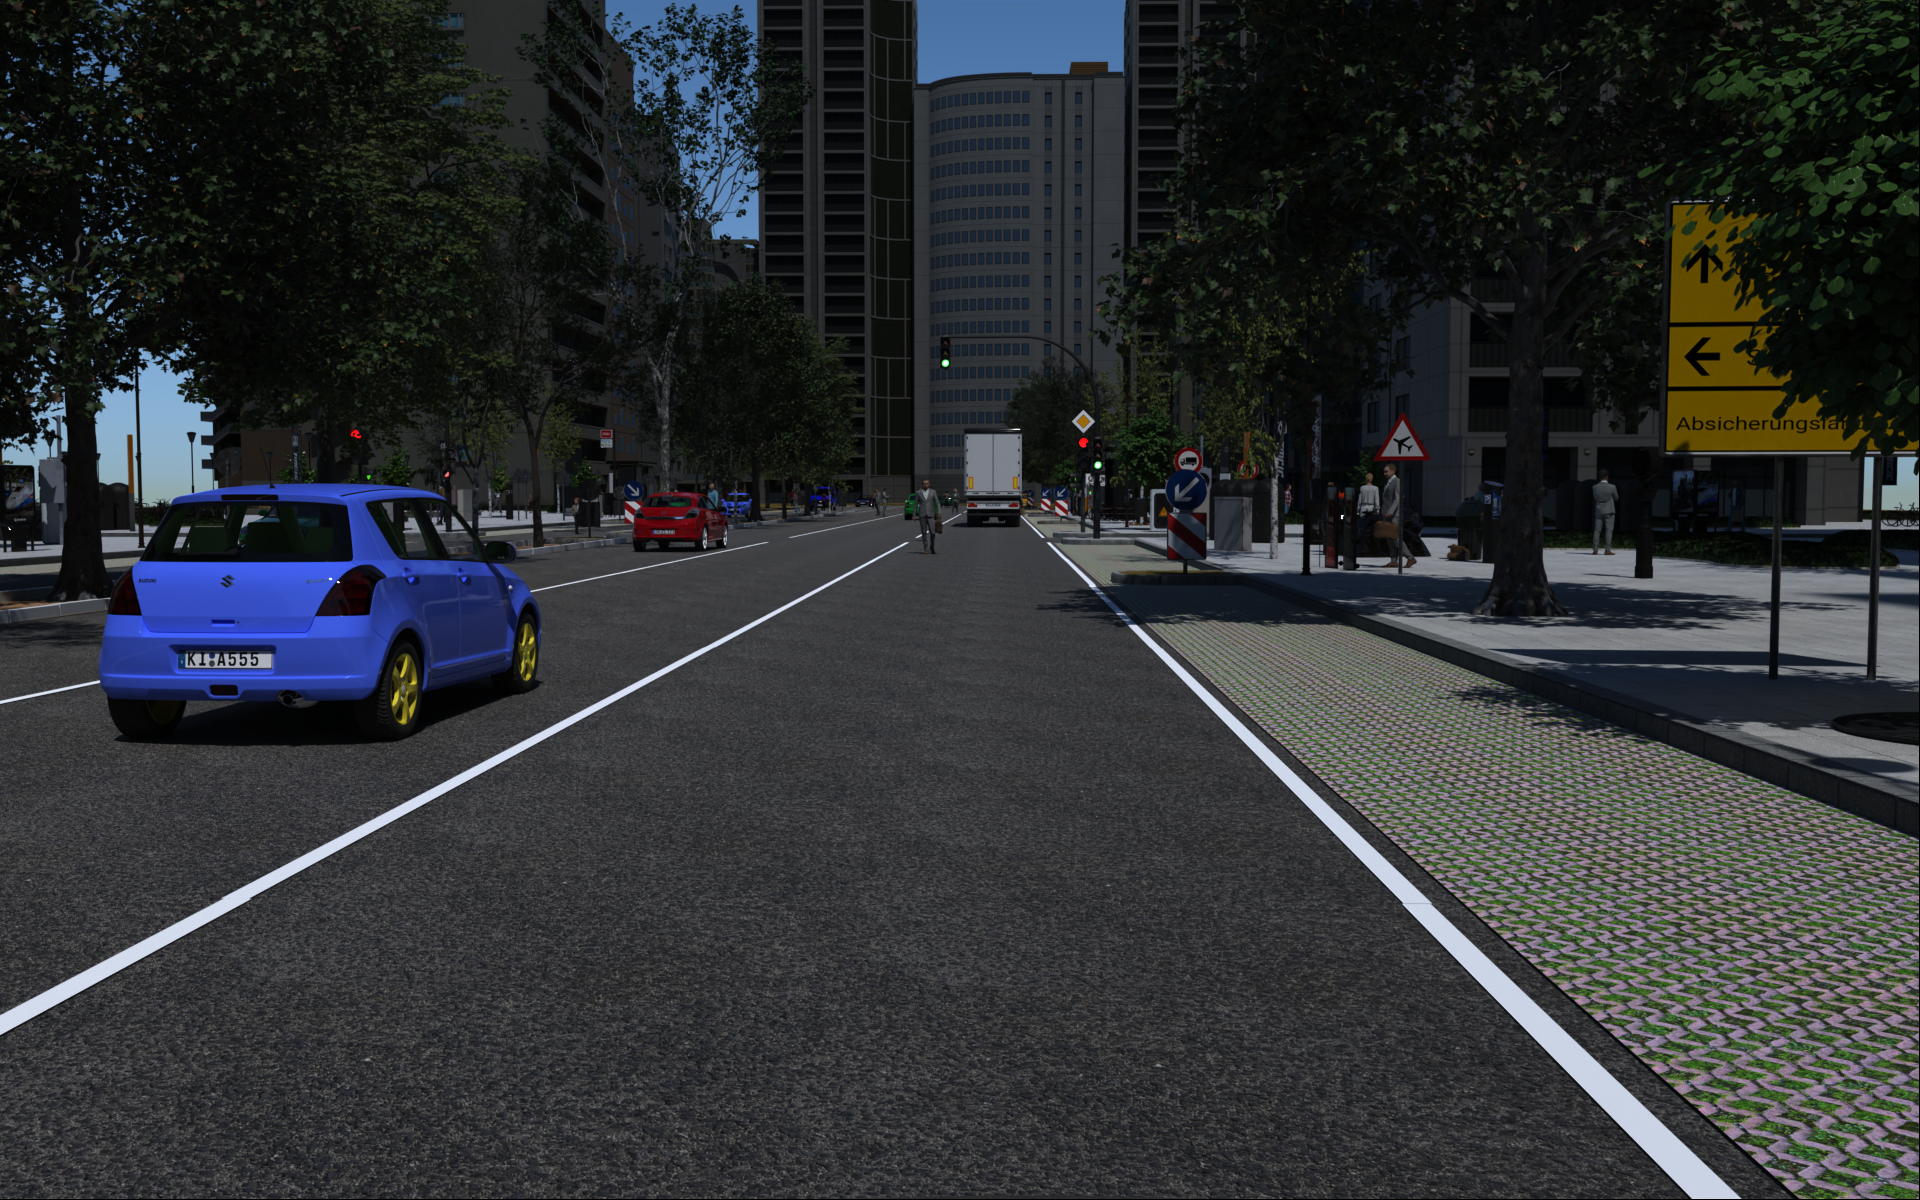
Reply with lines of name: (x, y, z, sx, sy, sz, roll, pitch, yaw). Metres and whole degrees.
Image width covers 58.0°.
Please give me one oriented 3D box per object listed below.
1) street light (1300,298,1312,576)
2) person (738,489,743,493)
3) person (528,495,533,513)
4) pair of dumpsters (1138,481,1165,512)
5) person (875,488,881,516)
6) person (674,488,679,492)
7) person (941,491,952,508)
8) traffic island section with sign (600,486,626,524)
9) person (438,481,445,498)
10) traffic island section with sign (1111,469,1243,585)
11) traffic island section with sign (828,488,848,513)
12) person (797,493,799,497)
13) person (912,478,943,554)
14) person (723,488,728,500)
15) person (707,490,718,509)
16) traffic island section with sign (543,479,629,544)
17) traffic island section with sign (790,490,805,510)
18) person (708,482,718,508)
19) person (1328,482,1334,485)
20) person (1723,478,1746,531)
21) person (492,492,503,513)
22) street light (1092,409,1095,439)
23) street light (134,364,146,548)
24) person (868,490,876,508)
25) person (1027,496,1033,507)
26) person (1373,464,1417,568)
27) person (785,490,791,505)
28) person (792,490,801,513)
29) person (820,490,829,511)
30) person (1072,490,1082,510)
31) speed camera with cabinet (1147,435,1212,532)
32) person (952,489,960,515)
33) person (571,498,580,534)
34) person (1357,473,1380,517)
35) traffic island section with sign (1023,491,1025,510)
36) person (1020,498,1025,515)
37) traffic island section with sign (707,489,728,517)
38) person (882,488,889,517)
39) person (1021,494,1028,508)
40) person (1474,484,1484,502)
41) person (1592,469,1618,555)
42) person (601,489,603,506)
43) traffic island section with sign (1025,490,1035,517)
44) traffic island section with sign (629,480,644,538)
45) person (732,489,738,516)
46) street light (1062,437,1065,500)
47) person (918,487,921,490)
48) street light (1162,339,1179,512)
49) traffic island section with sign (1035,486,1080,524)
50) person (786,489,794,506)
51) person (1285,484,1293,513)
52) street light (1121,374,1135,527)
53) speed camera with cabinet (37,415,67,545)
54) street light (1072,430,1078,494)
street light: (5.470, -3.327, 27.185, 0.468, 5.910, 1.993, 0, 4, 1)
person: (-23.398, -10.916, 184.530, 1.348, 1.822, 0.705, 0, 4, 4)
person: (-28.947, -6.491, 116.838, 0.362, 1.253, 0.373, 1, 4, 12)
pair of dumpsters: (9.874, -5.403, 90.832, 1.574, 2.255, 4.437, 0, 4, 1)
person: (-5.417, -6.492, 114.744, 0.391, 1.810, 0.635, -1, 4, -10)
person: (-19.585, -6.897, 119.009, 0.583, 1.804, 0.606, 2, 4, 27)
person: (-1.326, -10.313, 177.824, 1.217, 1.736, 0.721, 1, 4, 14)
traffic island section with sign: (-16.335, -4.539, 82.847, 1.989, 1.847, 2.006, 0, 4, 1)
person: (-21.959, -4.133, 73.528, 0.656, 1.842, 0.836, 3, 4, 38)
traffic island section with sign: (3.470, -1.186, 28.014, 1.989, 1.847, 2.006, 0, 4, 1)
traffic island section with sign: (-9.080, -7.630, 132.890, 2.006, 1.907, 1.989, 0, 4, 1)
person: (-18.743, -11.700, 200.557, 0.991, 1.433, 0.599, 1, 4, 22)
person: (-0.773, -1.997, 41.269, 0.709, 1.813, 0.853, 0, 4, -4)
person: (-21.384, -9.317, 158.345, 0.705, 1.831, 1.348, -2, 4, -33)
person: (-14.029, -5.304, 95.444, 1.509, 1.804, 0.699, 2, 4, 28)
traffic island section with sign: (-10.921, -2.583, 50.364, 2.006, 1.907, 1.989, 0, 4, 1)
traffic island section with sign: (-14.620, -9.257, 159.984, 1.989, 1.847, 2.006, 0, 4, 1)
person: (-8.199, -3.023, 57.795, 0.748, 1.841, 0.638, -1, 4, -21)
person: (16.915, -4.462, 78.972, 0.573, 1.828, 0.580, -1, 4, -19)
person: (26.043, -3.182, 58.055, 0.713, 1.824, 0.794, 0, 4, -7)
person: (-32.012, -6.948, 119.739, 0.850, 1.850, 0.679, 1, 4, 13)
street light: (6.885, -7.077, 88.496, 0.468, 5.910, 1.993, 0, 4, 1)
street light: (-19.521, -4.180, 41.135, 0.468, 5.910, 1.993, 0, 4, 1)
person: (-8.741, -10.303, 176.971, 1.348, 1.823, 0.705, 1, 4, 10)
person: (6.826, -9.688, 167.425, 0.721, 1.766, 1.217, 2, 4, 35)
person: (7.506, -1.464, 30.103, 0.853, 1.813, 0.709, -1, 4, -12)
person: (-20.251, -11.985, 202.512, 0.721, 1.766, 1.217, 3, 5, 39)
person: (-12.437, -7.466, 131.412, 0.643, 1.720, 0.563, 1, 4, 19)
person: (-10.749, -7.848, 137.493, 0.721, 1.739, 1.217, -3, 5, -43)
person: (7.311, -6.160, 106.879, 0.709, 1.813, 0.853, -1, 4, -13)
speed camera with cabinet: (7.452, -3.921, 58.448, 2.038, 3.252, 0.660, 0, 4, 7)
person: (-0.288, -6.570, 116.109, 0.537, 1.800, 0.526, 2, 4, 26)
person: (-13.717, -3.019, 62.136, 0.475, 1.303, 0.640, -2, 4, -27)
person: (9.700, -2.134, 41.285, 0.694, 1.780, 0.624, 3, 4, 37)
traffic island section with sign: (6.413, -9.261, 160.043, 1.989, 1.847, 2.006, 0, 4, 1)
person: (2.899, -4.805, 87.546, 0.782, 1.767, 0.515, -1, 4, -18)
traffic island section with sign: (-15.726, -6.188, 109.796, 1.989, 1.847, 2.006, 0, 4, 1)
person: (-4.642, -6.105, 108.491, 0.466, 1.800, 0.511, 0, 4, -6)
person: (5.088, -8.276, 144.535, 1.217, 1.735, 0.721, -2, 4, -24)
person: (16.581, -2.828, 55.227, 0.515, 1.767, 0.782, -1, 4, -10)
person: (13.623, -1.856, 36.566, 0.511, 1.800, 0.466, 2, 4, 28)
person: (-30.316, -8.553, 146.611, 1.217, 1.735, 0.721, -3, 5, -42)
traffic island section with sign: (5.278, -6.159, 109.319, 1.989, 1.847, 2.006, 0, 4, 1)
traffic island section with sign: (-10.747, -3.036, 57.769, 2.006, 1.907, 1.989, 0, 4, 1)
person: (-15.048, -6.506, 115.047, 0.419, 1.800, 0.721, -2, 4, -26)
street light: (7.901, -9.747, 132.154, 0.468, 5.910, 1.993, 0, 4, 1)
person: (-2.701, -6.717, 117.678, 0.474, 1.900, 0.648, 1, 4, 9)
street light: (6.010, -4.674, 49.213, 0.468, 5.910, 1.993, 0, 4, 1)
traffic island section with sign: (4.684, -4.510, 82.370, 1.989, 1.847, 2.006, 0, 4, 1)
person: (-17.604, -10.776, 182.171, 1.348, 1.831, 0.705, 1, 4, 18)
person: (14.711, -4.352, 78.041, 0.643, 1.720, 0.563, 0, 4, 2)
street light: (6.428, -5.737, 66.583, 0.468, 5.910, 1.993, 0, 4, 1)
speed camera with cabinet: (-23.090, -3.043, 44.084, 0.660, 3.252, 2.038, -2, 4, -26)
street light: (7.350, -8.422, 110.487, 0.468, 5.910, 1.993, 0, 4, 1)
